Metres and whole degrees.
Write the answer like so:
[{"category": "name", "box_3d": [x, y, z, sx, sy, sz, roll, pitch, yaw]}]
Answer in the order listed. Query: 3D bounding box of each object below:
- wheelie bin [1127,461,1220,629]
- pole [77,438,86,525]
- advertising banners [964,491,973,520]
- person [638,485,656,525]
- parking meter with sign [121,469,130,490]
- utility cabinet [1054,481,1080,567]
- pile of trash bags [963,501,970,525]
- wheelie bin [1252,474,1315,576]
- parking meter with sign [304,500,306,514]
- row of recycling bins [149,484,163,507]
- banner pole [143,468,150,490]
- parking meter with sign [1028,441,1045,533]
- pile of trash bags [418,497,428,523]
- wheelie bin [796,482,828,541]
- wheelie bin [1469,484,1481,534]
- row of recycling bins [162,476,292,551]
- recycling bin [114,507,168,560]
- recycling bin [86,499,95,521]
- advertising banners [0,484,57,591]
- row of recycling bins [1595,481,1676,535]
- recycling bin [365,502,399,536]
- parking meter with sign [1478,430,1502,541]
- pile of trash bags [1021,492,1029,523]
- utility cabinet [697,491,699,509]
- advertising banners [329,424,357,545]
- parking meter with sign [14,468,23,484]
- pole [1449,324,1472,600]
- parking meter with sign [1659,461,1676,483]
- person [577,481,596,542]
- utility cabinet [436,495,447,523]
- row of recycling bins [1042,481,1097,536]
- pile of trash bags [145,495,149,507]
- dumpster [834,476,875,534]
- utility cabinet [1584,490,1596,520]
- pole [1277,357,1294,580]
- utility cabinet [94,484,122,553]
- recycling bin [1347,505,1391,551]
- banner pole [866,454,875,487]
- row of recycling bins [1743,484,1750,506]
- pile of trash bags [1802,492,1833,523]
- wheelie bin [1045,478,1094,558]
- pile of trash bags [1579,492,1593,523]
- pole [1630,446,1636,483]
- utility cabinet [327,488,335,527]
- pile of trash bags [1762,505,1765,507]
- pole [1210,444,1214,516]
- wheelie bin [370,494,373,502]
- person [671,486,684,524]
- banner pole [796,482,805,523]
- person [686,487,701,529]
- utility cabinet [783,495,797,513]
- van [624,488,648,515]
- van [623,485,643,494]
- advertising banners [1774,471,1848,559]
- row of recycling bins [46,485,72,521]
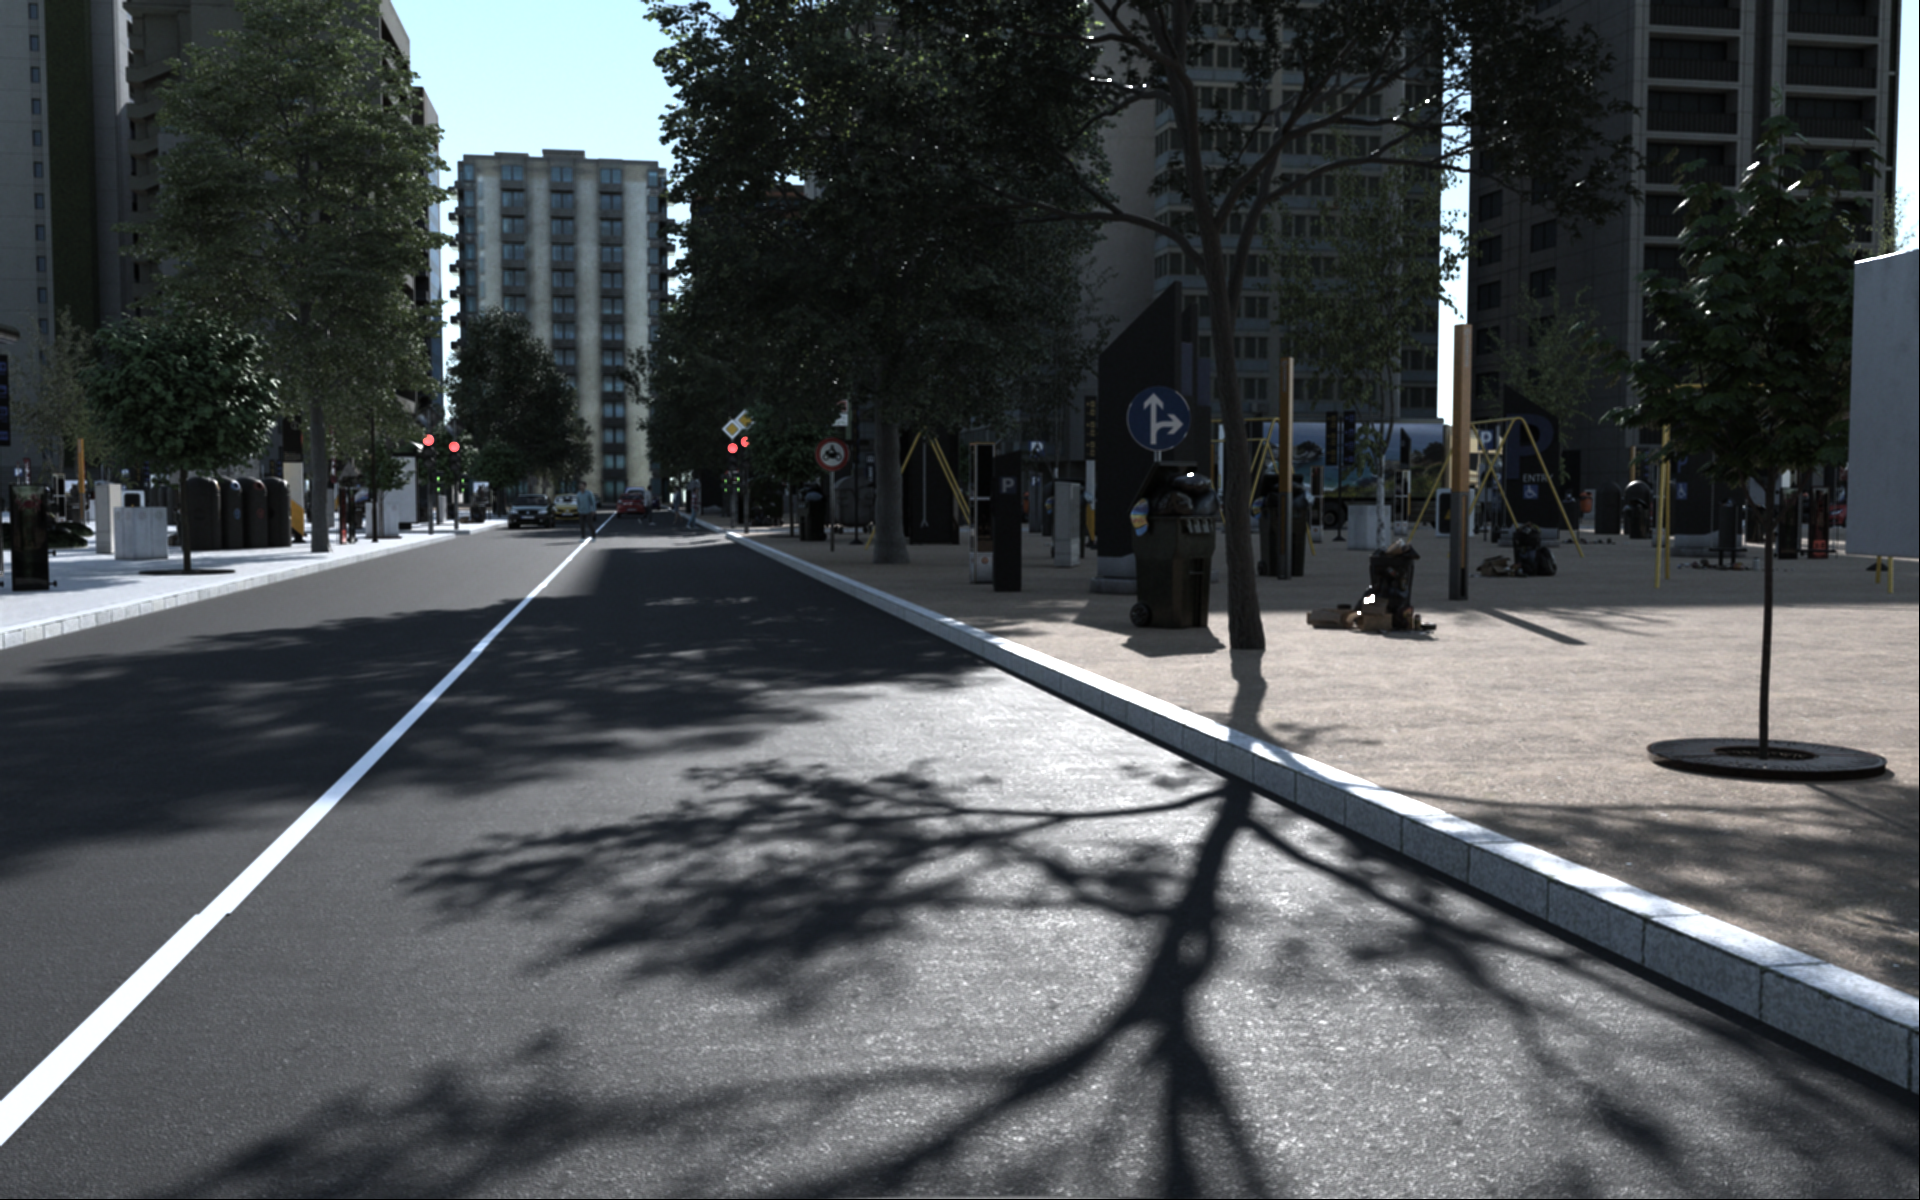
[{"category": "wheelie bin", "box_3d": [2.097, -0.540, 16.744, 0.980, 1.594, 0.693, -3, 5, -43]}, {"category": "pole", "box_3d": [-32.213, -4.261, 63.515, 0.158, 3.312, 0.155, 0, 3, 0]}, {"category": "advertising banners", "box_3d": [-0.244, -5.376, 84.084, 2.074, 3.025, 0.090, -2, 4, -25]}, {"category": "person", "box_3d": [-14.652, -4.445, 81.027, 0.795, 1.843, 0.661, -2, 4, -30]}, {"category": "parking meter with sign", "box_3d": [-57.643, -7.537, 119.494, 0.543, 3.016, 1.738, -1, 4, -21]}, {"category": "utility cabinet", "box_3d": [1.912, -1.342, 30.624, 0.318, 1.500, 1.173, 1, 4, 12]}, {"category": "pile of trash bags", "box_3d": [-1.339, -3.805, 71.957, 3.447, 1.369, 1.912, 0, 4, -6]}, {"category": "wheelie bin", "box_3d": [5.089, -1.176, 27.128, 0.980, 1.594, 0.693, -1, 4, -9]}, {"category": "parking meter with sign", "box_3d": [-43.081, -7.115, 112.597, 0.543, 3.016, 1.738, 0, 4, 2]}, {"category": "row of recycling bins", "box_3d": [-32.632, -3.973, 72.064, 3.534, 1.692, 1.069, 3, 5, 39]}, {"category": "banner pole", "box_3d": [-55.886, -7.908, 119.310, 0.863, 3.779, 0.401, -3, 4, -38]}, {"category": "parking meter with sign", "box_3d": [2.520, -3.743, 57.465, 0.543, 3.016, 1.738, 0, 4, 1]}, {"category": "pile of trash bags", "box_3d": [-24.690, -4.129, 77.267, 1.912, 1.369, 3.447, -1, 4, -15]}, {"category": "wheelie bin", "box_3d": [-4.051, -2.414, 47.373, 0.693, 1.594, 0.980, -3, 4, -38]}, {"category": "wheelie bin", "box_3d": [16.434, -2.933, 55.856, 0.980, 1.594, 0.693, -3, 5, -40]}, {"category": "row of recycling bins", "box_3d": [-17.061, -2.060, 40.791, 1.069, 1.692, 3.534, 1, 4, 13]}, {"category": "recycling bin", "box_3d": [-16.099, -1.314, 34.043, 0.722, 1.027, 0.722, 2, 4, 33]}, {"category": "recycling bin", "box_3d": [-41.036, -4.228, 81.686, 0.722, 1.027, 0.722, 0, 4, 8]}, {"category": "advertising banners", "box_3d": [-12.825, -1.603, 22.389, 0.090, 3.025, 2.074, 3, 5, 41]}, {"category": "row of recycling bins", "box_3d": [21.978, -2.922, 54.885, 3.534, 1.692, 1.069, 2, 4, 28]}, {"category": "recycling bin", "box_3d": [-17.577, -2.454, 52.670, 0.722, 1.027, 0.722, 3, 4, 38]}, {"category": "parking meter with sign", "box_3d": [14.994, -3.134, 47.509, 1.738, 3.016, 0.543, -2, 4, -33]}, {"category": "pile of trash bags", "box_3d": [2.685, -4.050, 75.963, 1.912, 1.369, 3.447, -1, 4, -10]}, {"category": "utility cabinet", "box_3d": [-20.389, -7.780, 135.877, 0.318, 1.500, 1.173, 1, 4, 23]}, {"category": "advertising banners", "box_3d": [-15.734, -2.932, 44.131, 0.090, 3.025, 2.074, 0, 4, -3]}, {"category": "parking meter with sign", "box_3d": [-63.266, -7.371, 116.771, 0.543, 3.016, 1.738, -1, 4, -18]}, {"category": "pole", "box_3d": [6.039, -1.654, 20.890, 0.158, 3.312, 0.155, 0, 3, 0]}, {"category": "parking meter with sign", "box_3d": [34.882, -5.407, 84.665, 0.543, 3.016, 1.738, -1, 4, -10]}, {"category": "person", "box_3d": [-11.166, -2.651, 51.869, 0.660, 1.820, 0.620, 1, 4, 15]}, {"category": "utility cabinet", "box_3d": [-22.936, -4.004, 76.630, 0.306, 1.237, 1.020, 0, 4, -7]}, {"category": "row of recycling bins", "box_3d": [4.100, -2.833, 53.437, 3.534, 1.692, 1.069, -2, 4, -34]}, {"category": "pile of trash bags", "box_3d": [-54.110, -6.422, 114.758, 3.447, 1.369, 1.912, 0, 4, -5]}, {"category": "dumpster", "box_3d": [-3.452, -3.083, 56.172, 1.264, 1.857, 1.865, -1, 4, -11]}, {"category": "utility cabinet", "box_3d": [31.425, -4.696, 85.458, 1.173, 1.500, 0.318, 2, 4, 35]}, {"category": "pole", "box_3d": [4.872, -1.961, 25.913, 0.158, 3.312, 0.155, 0, 3, 0]}, {"category": "utility cabinet", "box_3d": [-18.473, -1.766, 37.560, 0.318, 1.500, 1.173, -1, 4, -15]}, {"category": "recycling bin", "box_3d": [9.368, -1.658, 39.663, 0.722, 1.027, 0.722, -1, 4, -23]}, {"category": "banner pole", "box_3d": [-4.723, -6.385, 94.409, 0.863, 3.779, 0.401, 1, 4, 10]}, {"category": "row of recycling bins", "box_3d": [33.240, -4.035, 73.082, 1.069, 1.692, 3.534, 2, 4, 28]}, {"category": "pile of trash bags", "box_3d": [37.818, -4.067, 76.246, 1.912, 1.369, 3.447, 0, 4, -4]}, {"category": "wheelie bin", "box_3d": [2.220, -1.643, 34.775, 0.980, 1.594, 0.693, 0, 4, -7]}, {"category": "pile of trash bags", "box_3d": [26.560, -4.075, 76.373, 3.447, 1.369, 1.912, -2, 4, -27]}, {"category": "pole", "box_3d": [28.535, -4.873, 73.512, 0.158, 3.312, 0.155, 0, 3, 0]}, {"category": "utility cabinet", "box_3d": [-24.316, -3.546, 66.650, 0.318, 1.500, 1.173, -2, 4, -29]}, {"category": "pile of trash bags", "box_3d": [34.566, -4.093, 76.678, 1.912, 1.369, 3.447, 3, 5, 40]}, {"category": "pole", "box_3d": [10.184, -4.666, 70.139, 0.158, 3.312, 0.155, 0, 3, 0]}, {"category": "wheelie bin", "box_3d": [-24.716, -3.995, 73.219, 0.980, 1.594, 0.693, -2, 4, -24]}, {"category": "person", "box_3d": [-13.397, -4.506, 82.202, 0.654, 1.822, 0.581, -2, 4, -27]}, {"category": "banner pole", "box_3d": [-7.085, -5.235, 75.606, 0.401, 3.779, 0.863, -1, 4, -11]}, {"category": "person", "box_3d": [-10.975, -3.793, 71.360, 0.643, 1.720, 0.563, -1, 4, -10]}, {"category": "utility cabinet", "box_3d": [-11.679, -6.576, 118.676, 1.020, 1.237, 0.306, -2, 4, -24]}, {"category": "van", "box_3d": [-22.496, -6.934, 120.378, 2.013, 2.044, 4.112, -1, 4, -10]}, {"category": "van", "box_3d": [-29.760, -9.433, 158.608, 2.240, 2.365, 5.245, -1, 4, -10]}, {"category": "advertising banners", "box_3d": [16.993, -2.329, 34.265, 2.074, 3.025, 0.090, -1, 4, -19]}, {"category": "row of recycling bins", "box_3d": [-42.865, -4.542, 81.380, 1.069, 1.692, 3.534, 1, 4, 11]}]
